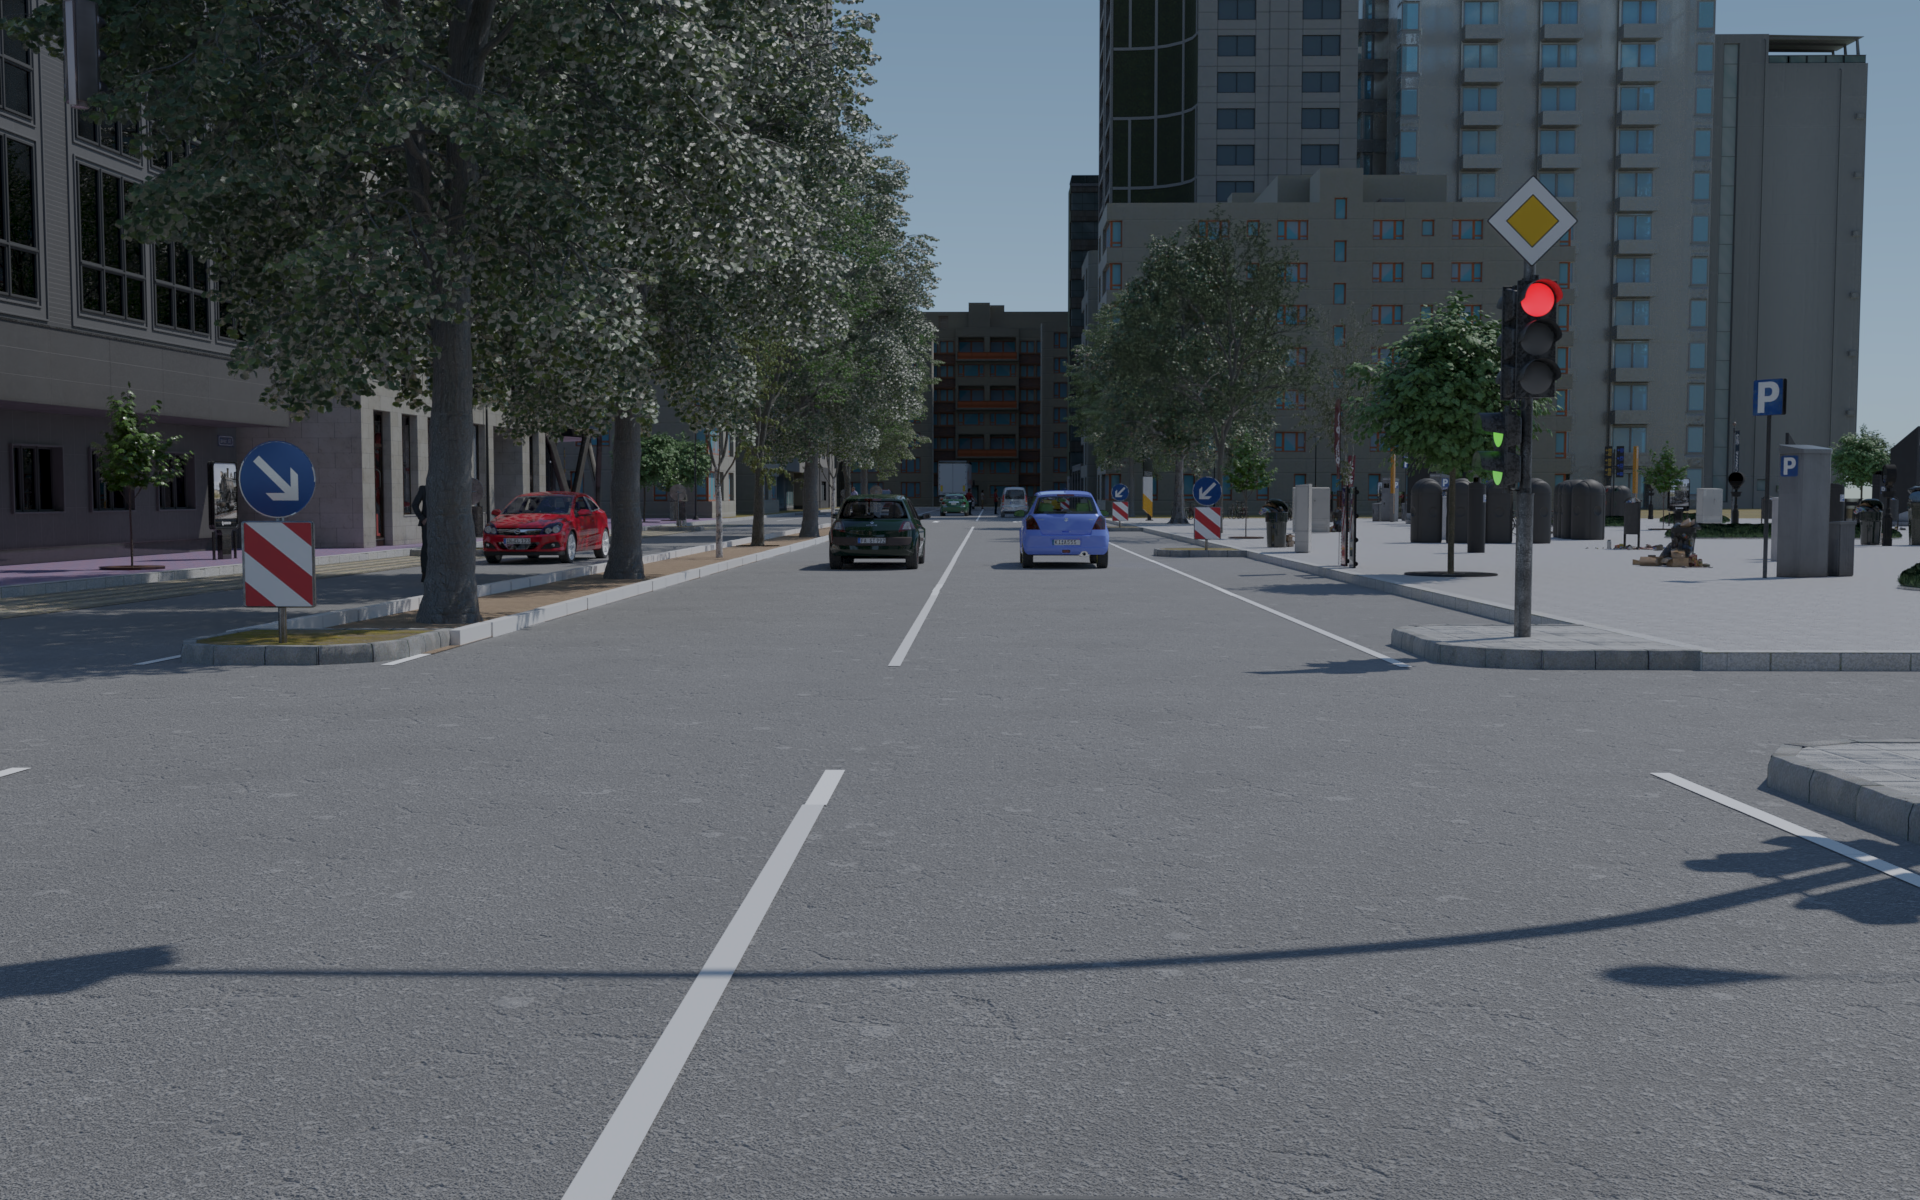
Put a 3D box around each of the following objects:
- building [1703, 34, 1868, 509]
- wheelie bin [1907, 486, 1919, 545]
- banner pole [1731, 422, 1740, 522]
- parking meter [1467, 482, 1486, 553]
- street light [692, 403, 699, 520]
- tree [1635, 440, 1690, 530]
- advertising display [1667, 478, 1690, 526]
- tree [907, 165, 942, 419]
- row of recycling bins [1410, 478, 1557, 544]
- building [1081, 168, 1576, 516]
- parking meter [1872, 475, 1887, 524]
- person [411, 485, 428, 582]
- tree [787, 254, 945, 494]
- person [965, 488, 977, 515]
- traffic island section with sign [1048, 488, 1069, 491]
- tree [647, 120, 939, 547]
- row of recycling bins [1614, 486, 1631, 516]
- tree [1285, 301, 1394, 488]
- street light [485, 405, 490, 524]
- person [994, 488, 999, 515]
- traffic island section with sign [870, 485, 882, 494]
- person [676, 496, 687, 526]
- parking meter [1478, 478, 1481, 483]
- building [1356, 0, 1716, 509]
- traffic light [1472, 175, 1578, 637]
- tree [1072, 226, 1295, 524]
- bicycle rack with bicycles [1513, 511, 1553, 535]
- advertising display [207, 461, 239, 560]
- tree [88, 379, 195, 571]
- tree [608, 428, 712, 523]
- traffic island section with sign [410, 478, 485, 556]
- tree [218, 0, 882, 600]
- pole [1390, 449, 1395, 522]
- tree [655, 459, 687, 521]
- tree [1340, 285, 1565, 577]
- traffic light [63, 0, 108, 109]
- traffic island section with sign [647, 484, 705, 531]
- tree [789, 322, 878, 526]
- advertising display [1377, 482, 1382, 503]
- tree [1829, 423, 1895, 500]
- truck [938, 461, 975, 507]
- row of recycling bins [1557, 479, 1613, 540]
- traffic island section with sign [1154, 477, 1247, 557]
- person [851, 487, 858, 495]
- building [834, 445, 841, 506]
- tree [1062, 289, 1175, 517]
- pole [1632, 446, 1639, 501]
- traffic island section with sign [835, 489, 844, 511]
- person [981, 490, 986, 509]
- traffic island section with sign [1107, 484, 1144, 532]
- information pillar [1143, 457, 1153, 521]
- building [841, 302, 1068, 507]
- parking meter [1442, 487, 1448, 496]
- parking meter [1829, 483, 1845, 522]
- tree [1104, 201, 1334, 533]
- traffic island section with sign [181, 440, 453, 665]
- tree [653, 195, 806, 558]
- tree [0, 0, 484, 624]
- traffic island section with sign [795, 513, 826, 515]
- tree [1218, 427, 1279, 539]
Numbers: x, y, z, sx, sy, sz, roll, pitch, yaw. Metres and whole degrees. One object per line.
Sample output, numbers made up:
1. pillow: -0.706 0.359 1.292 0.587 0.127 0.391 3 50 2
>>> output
1. building: 71.840 -29.009 157.890 14.086 41.232 14.154 0 4 1
2. wheelie bin: 24.053 -2.164 43.287 0.693 1.594 0.980 1 4 20
3. banner pole: 26.932 -4.291 60.179 0.401 3.779 0.863 0 4 8
4. parking meter: 11.283 -1.799 37.823 0.372 1.533 0.369 0 3 0
5. street light: -12.543 -6.914 85.578 1.470 5.913 1.316 0 4 1
6. tree: 25.164 -4.098 61.599 1.663 3.219 1.824 0 3 0
7. advertising display: 28.974 -3.953 69.844 0.974 1.923 0.123 -1 4 -16
8. tree: -5.019 -9.065 57.329 9.857 13.997 8.962 0 3 0
9. row of recycling bins: 13.614 -2.335 45.296 3.534 1.692 1.069 1 4 12
10. building: 22.806 -16.652 117.298 27.650 21.520 28.899 0 4 1
11. parking meter: 27.615 -2.833 52.038 0.399 1.863 0.255 -2 4 -25
12. person: -8.576 -1.250 28.299 0.474 1.900 0.648 2 4 32
13. tree: -4.582 -9.808 80.952 7.486 12.596 7.792 0 3 0
14. person: 0.648 -6.608 116.475 0.705 1.831 1.348 -3 4 -36
15. traffic island section with sign: 6.958 -6.647 117.306 1.989 1.847 2.006 0 4 1
16. tree: -5.389 -7.244 46.644 9.928 11.665 9.643 0 3 0
17. row of recycling bins: 32.337 -4.835 86.168 1.069 1.692 3.534 0 4 -3
18. tree: 14.375 -7.030 65.311 4.360 8.622 3.978 0 3 0
19. street light: -13.282 -4.774 50.592 1.470 5.913 1.316 0 4 1
20. person: 2.557 -6.914 121.485 0.705 1.831 1.348 0 4 -2
21. traffic island section with sign: -4.430 -5.041 90.556 2.006 1.907 1.989 0 4 1
22. person: -11.553 -3.829 71.653 0.519 1.759 0.362 1 4 17
23. parking meter: 18.483 -3.456 62.212 0.399 1.863 0.255 2 4 32
24. building: 49.484 -32.639 153.252 30.456 49.044 23.786 0 4 1
25. traffic light: 5.037 -1.623 15.456 0.839 4.253 0.868 0 4 1
26. tree: 9.491 -9.624 74.358 9.611 12.733 9.660 0 3 0
27. bicycle rack with bicycles: 18.109 -2.496 54.200 2.925 0.926 2.852 3 5 42
28. advertising display: -14.468 -1.762 34.024 0.123 1.923 0.974 0 4 4
29. tree: -14.090 -2.124 29.330 1.663 3.219 1.824 0 3 0
30. tree: -14.282 -5.763 77.931 4.285 4.588 4.351 0 3 0
31. traffic island section with sign: -11.573 -1.949 40.488 1.989 1.847 2.006 0 4 1
32. tree: -5.671 -7.327 28.909 9.857 13.997 8.962 0 3 0
33. pole: 19.733 -5.206 78.960 0.158 3.312 0.155 0 3 0
34. tree: -13.629 -5.364 82.302 1.663 3.219 1.824 0 3 0
35. tree: 7.833 -2.661 27.228 4.285 4.588 4.351 0 3 0
36. traffic light: -10.229 -2.513 15.756 4.771 5.953 1.251 0 4 1
37. traffic island section with sign: -11.071 -3.618 67.790 1.989 1.847 2.006 0 4 1
38. tree: -4.785 -6.864 65.052 4.360 8.622 3.978 0 3 0
39. advertising display: 21.820 -5.175 89.825 0.123 1.923 0.974 0 4 0
40. tree: 41.354 -5.858 79.490 4.285 4.588 4.351 0 3 0
41. truck: -0.317 -9.943 151.485 2.839 4.237 11.283 0 4 3
42. row of recycling bins: 17.751 -2.613 49.829 1.069 1.692 3.534 1 4 9
43. traffic island section with sign: 5.529 -1.929 40.163 1.989 1.847 2.006 0 4 1
44. person: -6.285 -5.663 100.956 0.599 1.838 0.709 -3 5 -41
45. building: -27.002 -21.026 188.812 28.899 21.520 27.650 0 4 1
46. tree: 9.181 -10.923 96.721 7.486 12.596 7.792 0 3 0
47. pole: 28.748 -4.887 73.743 0.158 3.312 0.155 0 3 0
48. traffic island section with sign: -9.648 -8.348 145.118 1.989 1.847 2.006 0 4 1
49. person: 2.168 -9.453 163.061 0.705 1.824 1.348 -1 4 -17
50. traffic island section with sign: 6.040 -3.577 67.114 1.989 1.847 2.006 0 4 1
51. information pillar: 9.023 -5.613 83.119 0.504 3.616 0.183 -1 4 -20
52. building: 2.968 -20.994 188.285 28.899 21.520 27.650 0 4 1
53. parking meter: 15.277 -2.809 54.336 0.372 1.533 0.369 0 3 0
54. parking meter: 20.637 -1.983 40.838 0.372 1.533 0.369 0 3 0
55. tree: 8.289 -7.458 56.348 8.767 10.594 7.601 2 4 35
56. traffic island section with sign: -5.810 -0.446 15.430 2.006 1.907 1.989 0 4 1
57. tree: -5.356 -5.228 38.301 4.737 8.622 4.395 0 3 0
58. tree: -5.700 -6.719 18.970 9.857 13.997 8.962 0 3 0
59. traffic island section with sign: -10.147 -6.686 117.944 1.989 1.847 2.006 0 4 1
60. tree: 8.127 -3.374 49.773 1.663 3.219 1.824 0 3 0
